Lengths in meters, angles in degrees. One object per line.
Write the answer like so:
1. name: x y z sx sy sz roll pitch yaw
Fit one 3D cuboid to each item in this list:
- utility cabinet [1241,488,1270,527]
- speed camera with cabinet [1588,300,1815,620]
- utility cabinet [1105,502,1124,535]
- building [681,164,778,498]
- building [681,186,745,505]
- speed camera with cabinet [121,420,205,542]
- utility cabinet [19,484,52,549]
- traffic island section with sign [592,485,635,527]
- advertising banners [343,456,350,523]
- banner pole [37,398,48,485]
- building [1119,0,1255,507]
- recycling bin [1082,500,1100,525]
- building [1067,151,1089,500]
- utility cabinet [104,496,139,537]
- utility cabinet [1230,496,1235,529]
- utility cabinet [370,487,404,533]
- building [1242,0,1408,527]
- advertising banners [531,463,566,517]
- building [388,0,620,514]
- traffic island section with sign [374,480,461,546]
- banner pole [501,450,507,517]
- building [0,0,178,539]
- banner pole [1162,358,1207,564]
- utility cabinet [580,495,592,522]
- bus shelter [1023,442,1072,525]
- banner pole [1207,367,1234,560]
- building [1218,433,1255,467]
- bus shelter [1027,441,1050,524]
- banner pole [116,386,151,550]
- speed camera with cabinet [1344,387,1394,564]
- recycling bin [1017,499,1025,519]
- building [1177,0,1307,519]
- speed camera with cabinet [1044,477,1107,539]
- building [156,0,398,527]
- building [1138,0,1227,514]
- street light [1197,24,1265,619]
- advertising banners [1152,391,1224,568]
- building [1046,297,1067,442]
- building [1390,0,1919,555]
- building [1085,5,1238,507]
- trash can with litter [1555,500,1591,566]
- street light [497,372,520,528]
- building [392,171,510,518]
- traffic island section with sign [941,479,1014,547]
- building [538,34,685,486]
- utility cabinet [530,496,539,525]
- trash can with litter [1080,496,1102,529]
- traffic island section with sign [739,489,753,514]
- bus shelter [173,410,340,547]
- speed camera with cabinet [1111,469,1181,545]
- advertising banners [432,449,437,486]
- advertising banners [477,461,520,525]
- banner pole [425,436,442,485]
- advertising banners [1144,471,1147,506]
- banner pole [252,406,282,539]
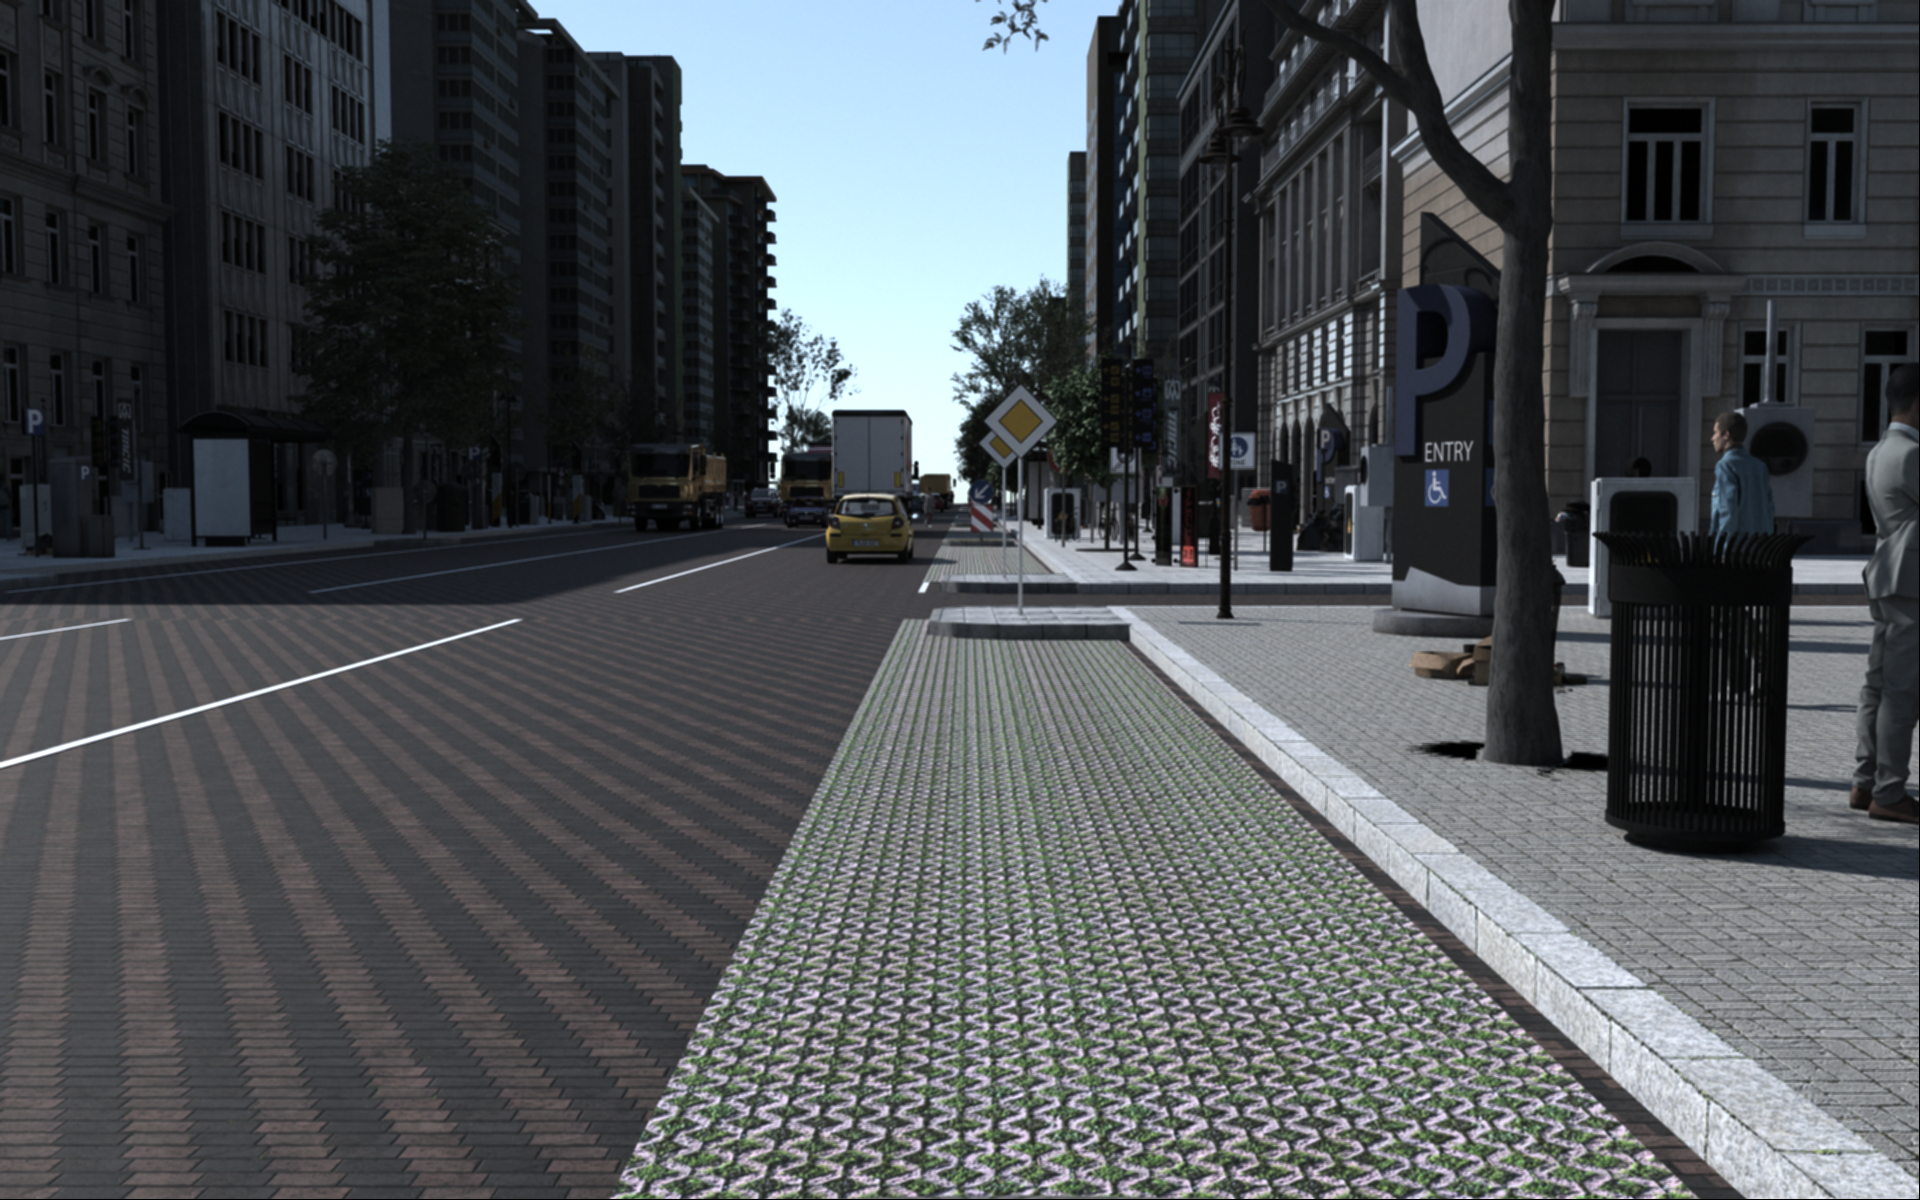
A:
1. utility cabinet: 11.314 -3.499 65.887 1.173 1.500 0.318 1 4 22
2. speed camera with cabinet: 7.579 -1.432 17.744 2.038 3.252 0.660 1 4 14
3. utility cabinet: 4.961 -2.685 55.060 0.306 1.237 1.020 -1 4 -22
4. building: -36.359 -35.345 232.518 22.147 44.769 28.867 0 4 0
5. building: -42.477 -31.430 205.758 32.217 40.220 23.993 0 4 0
6. speed camera with cabinet: -21.515 -3.210 46.819 2.038 3.252 0.660 0 4 -7
7. utility cabinet: -21.006 -1.904 39.807 1.173 1.500 0.318 1 4 14
8. traffic island section with sign: -15.019 -4.135 76.233 1.989 1.847 2.006 0 4 0
9. advertising banners: -25.157 -4.581 71.094 0.090 3.025 2.074 -1 4 -12
10. banner pole: -23.930 -3.375 45.201 0.401 3.779 0.863 -3 5 -42
11. building: 24.554 -31.731 138.412 23.786 49.044 30.456 0 4 0
12. recycling bin: 5.323 -3.591 71.263 0.722 1.027 0.722 3 5 40
13. building: 19.807 -32.159 209.388 14.154 41.232 14.086 0 4 0
14. utility cabinet: -24.950 -2.469 51.523 0.306 1.237 1.020 1 4 18
15. utility cabinet: 9.587 -3.183 63.211 0.306 1.237 1.020 -3 4 -36
16. utility cabinet: -18.547 -2.912 56.296 0.318 1.500 1.173 3 5 40
17. building: 18.967 -13.620 64.480 13.314 21.916 24.055 0 4 0
18. advertising banners: -23.005 -6.157 96.847 2.074 3.025 0.090 0 4 5
19. building: -41.505 -27.271 137.756 32.217 40.220 23.993 0 4 0
20. traffic island section with sign: -15.144 -2.444 48.585 1.989 1.847 2.006 0 4 0
21. banner pole: -25.468 -6.511 96.478 0.401 3.779 0.863 1 4 16
22. building: -33.181 -15.311 47.590 12.463 27.353 25.104 0 4 0
23. banner pole: 4.012 -2.554 31.775 0.863 3.779 0.401 -2 4 -35
24. utility cabinet: -17.126 -4.166 79.275 0.306 1.237 1.020 -2 4 -28
25. bus shelter: 3.539 -4.584 68.872 2.014 3.302 5.546 0 3 0
26. banner pole: 5.038 -2.676 33.773 0.401 3.779 0.863 3 5 43
27. building: 26.141 -23.632 231.415 27.650 21.520 28.899 0 4 0
28. bus shelter: 3.610 -5.263 77.332 1.731 3.624 6.357 0 4 0
29. banner pole: -19.080 -3.051 39.899 0.401 3.779 0.863 1 4 19
30. speed camera with cabinet: 7.738 -2.343 32.649 0.660 3.252 2.038 0 4 1
31. recycling bin: 3.449 -4.802 91.061 0.722 1.027 0.722 2 4 32
32. building: 19.535 -18.068 88.915 14.314 27.812 24.014 0 4 0
33. speed camera with cabinet: 3.482 -3.408 50.056 2.038 3.252 0.660 0 4 -6
34. building: -32.311 -15.436 70.396 12.078 24.808 19.932 0 4 0
35. building: 18.793 -26.451 116.073 14.154 41.232 14.086 0 4 0
36. street light: 2.738 -2.748 17.712 0.468 5.910 1.993 0 4 0
37. advertising banners: 4.000 -2.085 30.285 0.090 3.025 2.074 -2 4 -29
38. building: 19.509 -29.456 253.307 14.160 30.474 14.107 0 4 0
39. building: 22.023 -15.645 41.706 20.117 28.700 13.634 0 4 0
40. building: 19.076 -31.237 160.835 14.600 45.320 14.200 0 4 0
41. trash can with litter: 11.084 -1.183 30.737 1.055 1.170 0.624 -3 5 -43
42. street light: -17.074 -5.676 65.586 0.468 5.910 1.993 0 4 0
43. building: -31.142 -13.793 90.137 10.561 19.102 19.286 0 4 0
44. traffic island section with sign: 0.489 -2.401 47.891 1.989 1.847 2.006 0 4 0
45. building: -33.163 -28.949 156.912 14.154 41.232 14.086 0 4 0
46. utility cabinet: -17.723 -3.732 72.185 0.306 1.237 1.020 -1 4 -8
47. trash can with litter: 4.745 -3.283 64.741 1.678 1.210 2.233 1 4 13
48. traffic island section with sign: -14.810 -7.101 124.723 1.989 1.847 2.006 0 4 0
49. bus shelter: -17.974 -3.102 44.638 2.014 3.302 5.546 0 4 0
50. speed camera with cabinet: 4.944 -3.028 43.839 2.038 3.252 0.660 1 4 18
51. advertising banners: -20.222 -4.350 67.304 0.090 3.025 2.074 -2 4 -29
52. advertising banners: -19.089 -4.577 71.017 2.074 3.025 0.090 0 4 2
53. banner pole: -22.951 -5.221 75.375 0.863 3.779 0.401 0 4 -7
54. advertising banners: 7.263 -4.086 62.989 2.074 3.025 0.090 2 4 28
55. banner pole: -19.710 -3.623 49.251 0.863 3.779 0.401 -1 4 -13
